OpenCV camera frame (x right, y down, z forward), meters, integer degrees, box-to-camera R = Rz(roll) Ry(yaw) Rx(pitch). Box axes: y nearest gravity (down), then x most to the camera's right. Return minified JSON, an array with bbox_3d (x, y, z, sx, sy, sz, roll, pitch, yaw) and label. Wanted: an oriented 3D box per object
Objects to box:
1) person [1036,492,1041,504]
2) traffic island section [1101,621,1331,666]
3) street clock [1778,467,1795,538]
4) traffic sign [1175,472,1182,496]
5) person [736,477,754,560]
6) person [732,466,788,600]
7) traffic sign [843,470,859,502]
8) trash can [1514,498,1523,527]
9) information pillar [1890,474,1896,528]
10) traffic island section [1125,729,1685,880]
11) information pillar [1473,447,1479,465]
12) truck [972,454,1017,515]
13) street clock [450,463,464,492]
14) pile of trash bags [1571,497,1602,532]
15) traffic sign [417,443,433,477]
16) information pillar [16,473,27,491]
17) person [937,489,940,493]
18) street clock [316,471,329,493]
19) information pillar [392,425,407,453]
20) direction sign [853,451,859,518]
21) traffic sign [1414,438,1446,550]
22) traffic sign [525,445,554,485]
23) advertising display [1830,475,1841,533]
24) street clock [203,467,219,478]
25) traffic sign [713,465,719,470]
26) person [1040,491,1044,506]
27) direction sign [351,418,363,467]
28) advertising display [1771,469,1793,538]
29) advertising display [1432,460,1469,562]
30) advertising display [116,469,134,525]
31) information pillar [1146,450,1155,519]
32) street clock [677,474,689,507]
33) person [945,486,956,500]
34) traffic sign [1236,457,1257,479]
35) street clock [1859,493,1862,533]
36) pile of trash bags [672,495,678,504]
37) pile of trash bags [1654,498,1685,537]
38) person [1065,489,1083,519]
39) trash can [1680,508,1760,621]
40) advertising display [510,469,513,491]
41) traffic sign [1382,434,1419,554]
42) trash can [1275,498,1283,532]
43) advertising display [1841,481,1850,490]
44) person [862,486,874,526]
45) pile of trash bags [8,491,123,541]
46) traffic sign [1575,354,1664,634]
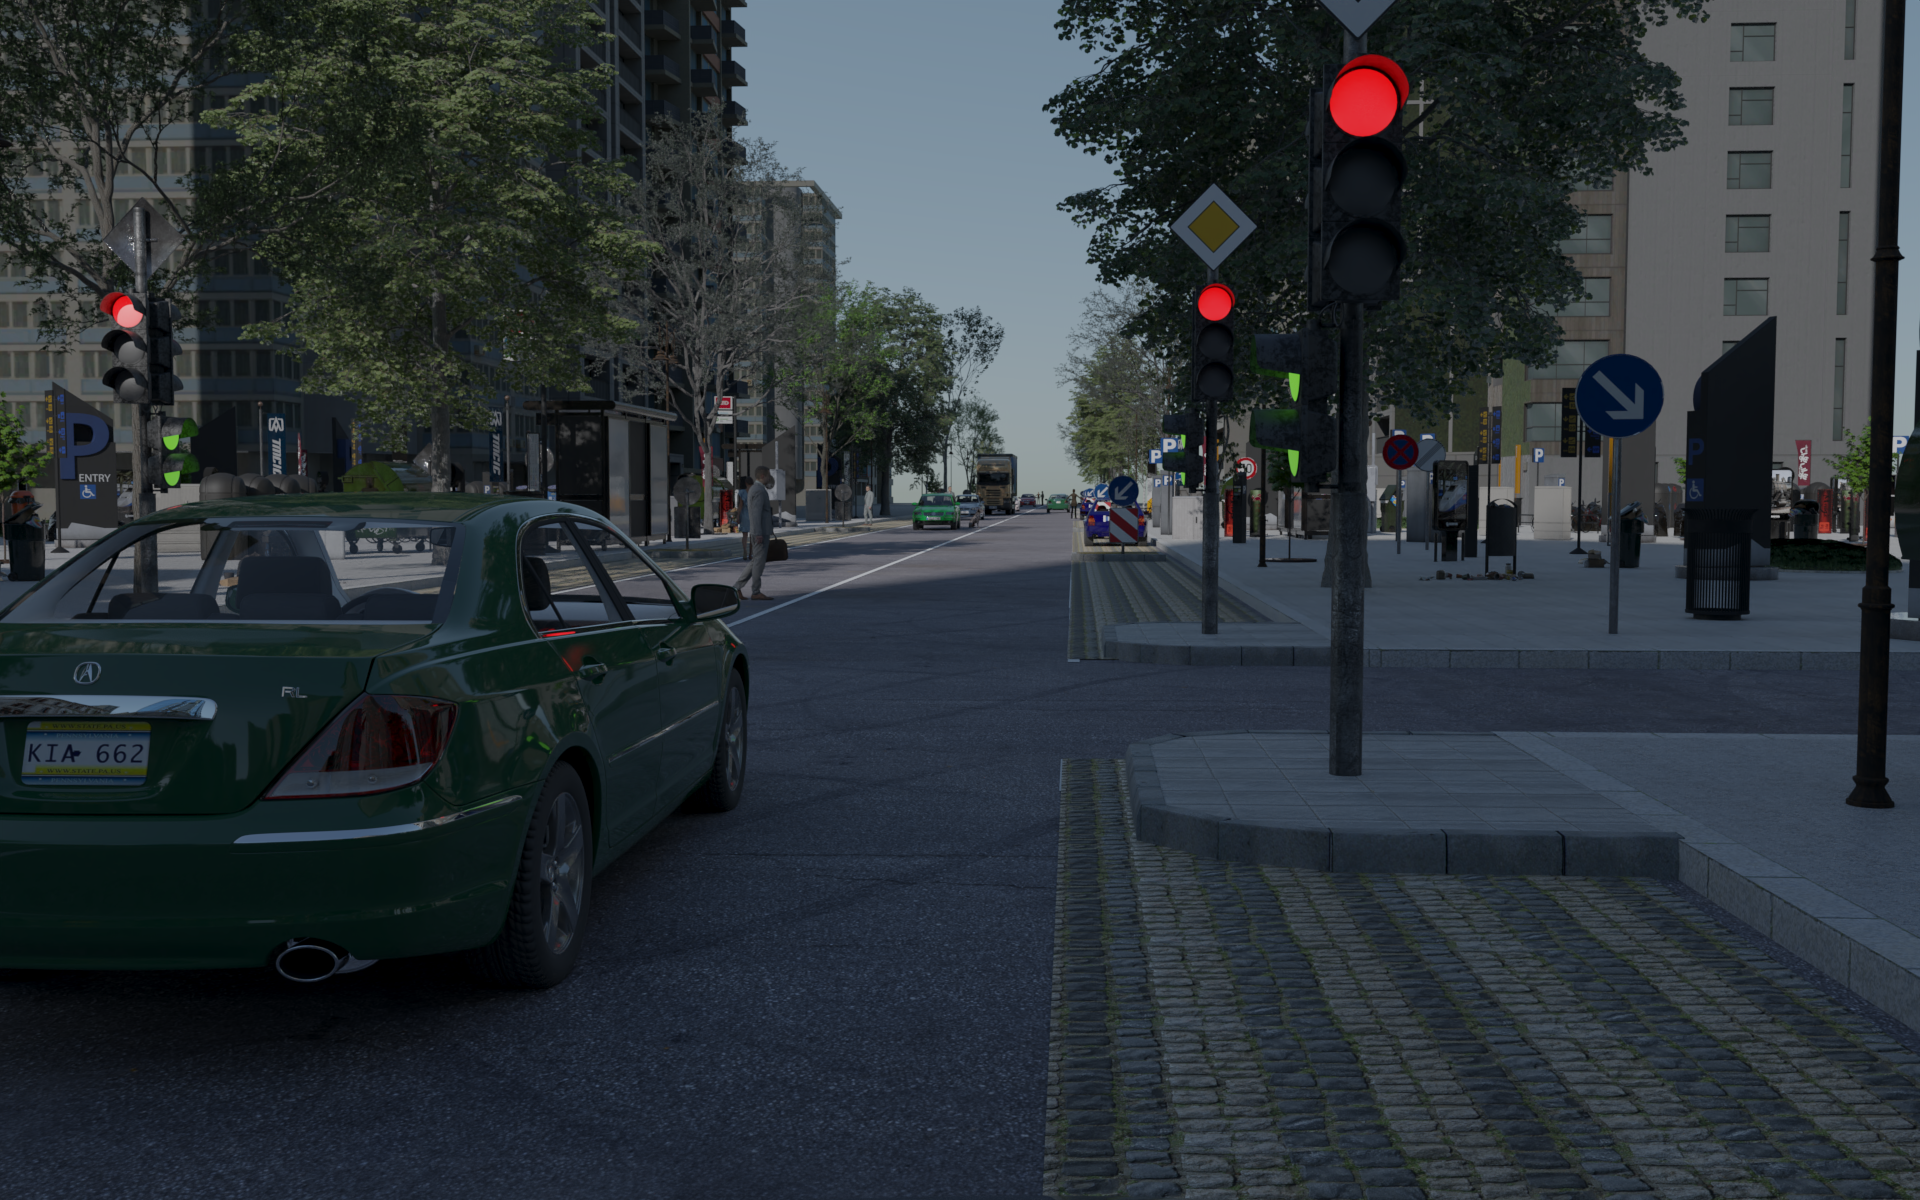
[{"bbox_3d":[11.152,-14.487,246.178,1.217,1.723,0.721,0,4,7],"label":"person"},{"bbox_3d":[2.314,0.390,15.904,2.009,0.180,2.903,0,4,4],"label":"traffic island section"},{"bbox_3d":[21.987,-2.549,46.244,0.471,2.002,0.358,1,4,12],"label":"street clock"},{"bbox_3d":[7.743,-3.793,62.116,0.768,2.556,0.104,1,4,13],"label":"traffic sign"},{"bbox_3d":[-4.535,-1.770,37.530,0.616,1.811,0.778,0,4,-2],"label":"person"},{"bbox_3d":[-2.694,-0.903,23.385,0.853,1.813,0.709,-1,4,-18],"label":"person"},{"bbox_3d":[-5.799,-5.637,92.172,0.884,2.594,0.081,0,4,7],"label":"traffic sign"},{"bbox_3d":[21.379,-3.381,66.937,0.748,1.137,0.748,0,3,0],"label":"trash can"},{"bbox_3d":[34.895,-3.690,64.818,0.304,2.012,0.304,3,5,44],"label":"information pillar"},{"bbox_3d":[1.787,0.877,7.936,2.009,0.180,2.903,0,4,4],"label":"traffic island section"},{"bbox_3d":[25.500,-5.765,85.609,0.183,3.616,0.504,0,4,-7],"label":"information pillar"},{"bbox_3d":[2.593,-8.140,121.995,2.839,4.237,11.283,0,4,4],"label":"truck"},{"bbox_3d":[-11.664,-2.163,39.930,0.471,2.002,0.358,2,4,34],"label":"street clock"},{"bbox_3d":[21.332,-3.121,60.788,1.912,1.369,3.447,0,4,-1],"label":"pile of trash bags"},{"bbox_3d":[-11.952,-2.315,39.034,0.795,2.450,0.064,1,4,9],"label":"traffic sign"},{"bbox_3d":[-32.078,-3.348,59.239,0.304,2.012,0.304,-3,4,-36],"label":"information pillar"},{"bbox_3d":[-1.363,-5.963,106.544,0.990,1.755,0.434,-3,5,-43],"label":"person"},{"bbox_3d":[-19.953,-3.039,54.265,0.358,2.002,0.471,-3,5,-40],"label":"street clock"},{"bbox_3d":[-18.108,-3.959,56.085,0.504,3.616,0.183,-1,4,-14],"label":"information pillar"},{"bbox_3d":[-5.479,-6.063,91.125,0.379,3.537,0.876,1,4,14],"label":"direction sign"},{"bbox_3d":[10.705,-2.417,39.618,0.768,2.556,0.104,1,4,9],"label":"traffic sign"},{"bbox_3d":[-10.838,-2.722,44.615,0.768,2.556,0.104,0,4,5],"label":"traffic sign"},{"bbox_3d":[29.065,-3.200,57.535,0.123,1.923,0.974,2,4,24],"label":"advertising display"},{"bbox_3d":[-20.135,-2.573,46.642,0.358,2.002,0.471,0,4,2],"label":"street clock"},{"bbox_3d":[-10.753,-4.574,74.894,0.768,2.556,0.104,0,4,5],"label":"traffic sign"},{"bbox_3d":[10.080,-12.480,212.560,0.705,1.823,1.348,-1,4,-19],"label":"person"},{"bbox_3d":[-17.961,-3.647,51.631,0.379,3.537,0.876,-3,4,-37],"label":"direction sign"},{"bbox_3d":[20.607,-2.372,43.998,0.974,1.923,0.123,1,4,12],"label":"advertising display"},{"bbox_3d":[9.338,-1.699,32.995,0.974,1.923,0.123,-3,4,-38],"label":"advertising display"},{"bbox_3d":[-21.710,-2.452,45.309,0.123,1.923,0.974,2,4,32],"label":"advertising display"},{"bbox_3d":[10.004,-6.057,90.394,0.504,3.616,0.183,1,4,10],"label":"information pillar"},{"bbox_3d":[-9.923,-3.527,62.233,0.471,2.002,0.358,-1,4,-10],"label":"street clock"},{"bbox_3d":[-0.509,-4.614,84.038,0.694,1.812,0.767,-1,4,-20],"label":"person"},{"bbox_3d":[9.870,-3.656,59.884,0.768,2.556,0.104,0,4,8],"label":"traffic sign"},{"bbox_3d":[29.689,-3.228,57.342,0.358,2.002,0.471,-2,4,-24],"label":"street clock"},{"bbox_3d":[-13.318,-4.132,77.306,1.912,1.369,3.447,0,4,1],"label":"pile of trash bags"},{"bbox_3d":[22.169,-2.598,52.236,3.447,1.369,1.912,2,4,28],"label":"pile of trash bags"},{"bbox_3d":[6.651,-5.595,100.692,1.217,1.735,0.721,1,4,23],"label":"person"},{"bbox_3d":[7.776,-0.373,17.756,0.748,1.137,0.748,0,3,0],"label":"trash can"},{"bbox_3d":[-11.739,-2.451,45.286,0.123,1.923,0.974,-1,4,-15],"label":"advertising display"},{"bbox_3d":[9.372,-2.251,36.916,0.768,2.556,0.104,1,4,9],"label":"traffic sign"},{"bbox_3d":[11.161,-2.917,59.351,0.748,1.137,0.748,0,3,0],"label":"trash can"},{"bbox_3d":[32.437,-3.573,63.626,0.974,1.923,0.123,0,4,-5],"label":"advertising display"},{"bbox_3d":[-4.123,-4.256,78.187,0.391,1.810,0.635,-3,5,-41],"label":"person"},{"bbox_3d":[-23.984,-2.267,46.811,1.912,1.369,3.447,2,4,28],"label":"pile of trash bags"},{"bbox_3d":[5.998,-0.961,15.826,0.768,2.556,0.104,1,4,13],"label":"traffic sign"}]
